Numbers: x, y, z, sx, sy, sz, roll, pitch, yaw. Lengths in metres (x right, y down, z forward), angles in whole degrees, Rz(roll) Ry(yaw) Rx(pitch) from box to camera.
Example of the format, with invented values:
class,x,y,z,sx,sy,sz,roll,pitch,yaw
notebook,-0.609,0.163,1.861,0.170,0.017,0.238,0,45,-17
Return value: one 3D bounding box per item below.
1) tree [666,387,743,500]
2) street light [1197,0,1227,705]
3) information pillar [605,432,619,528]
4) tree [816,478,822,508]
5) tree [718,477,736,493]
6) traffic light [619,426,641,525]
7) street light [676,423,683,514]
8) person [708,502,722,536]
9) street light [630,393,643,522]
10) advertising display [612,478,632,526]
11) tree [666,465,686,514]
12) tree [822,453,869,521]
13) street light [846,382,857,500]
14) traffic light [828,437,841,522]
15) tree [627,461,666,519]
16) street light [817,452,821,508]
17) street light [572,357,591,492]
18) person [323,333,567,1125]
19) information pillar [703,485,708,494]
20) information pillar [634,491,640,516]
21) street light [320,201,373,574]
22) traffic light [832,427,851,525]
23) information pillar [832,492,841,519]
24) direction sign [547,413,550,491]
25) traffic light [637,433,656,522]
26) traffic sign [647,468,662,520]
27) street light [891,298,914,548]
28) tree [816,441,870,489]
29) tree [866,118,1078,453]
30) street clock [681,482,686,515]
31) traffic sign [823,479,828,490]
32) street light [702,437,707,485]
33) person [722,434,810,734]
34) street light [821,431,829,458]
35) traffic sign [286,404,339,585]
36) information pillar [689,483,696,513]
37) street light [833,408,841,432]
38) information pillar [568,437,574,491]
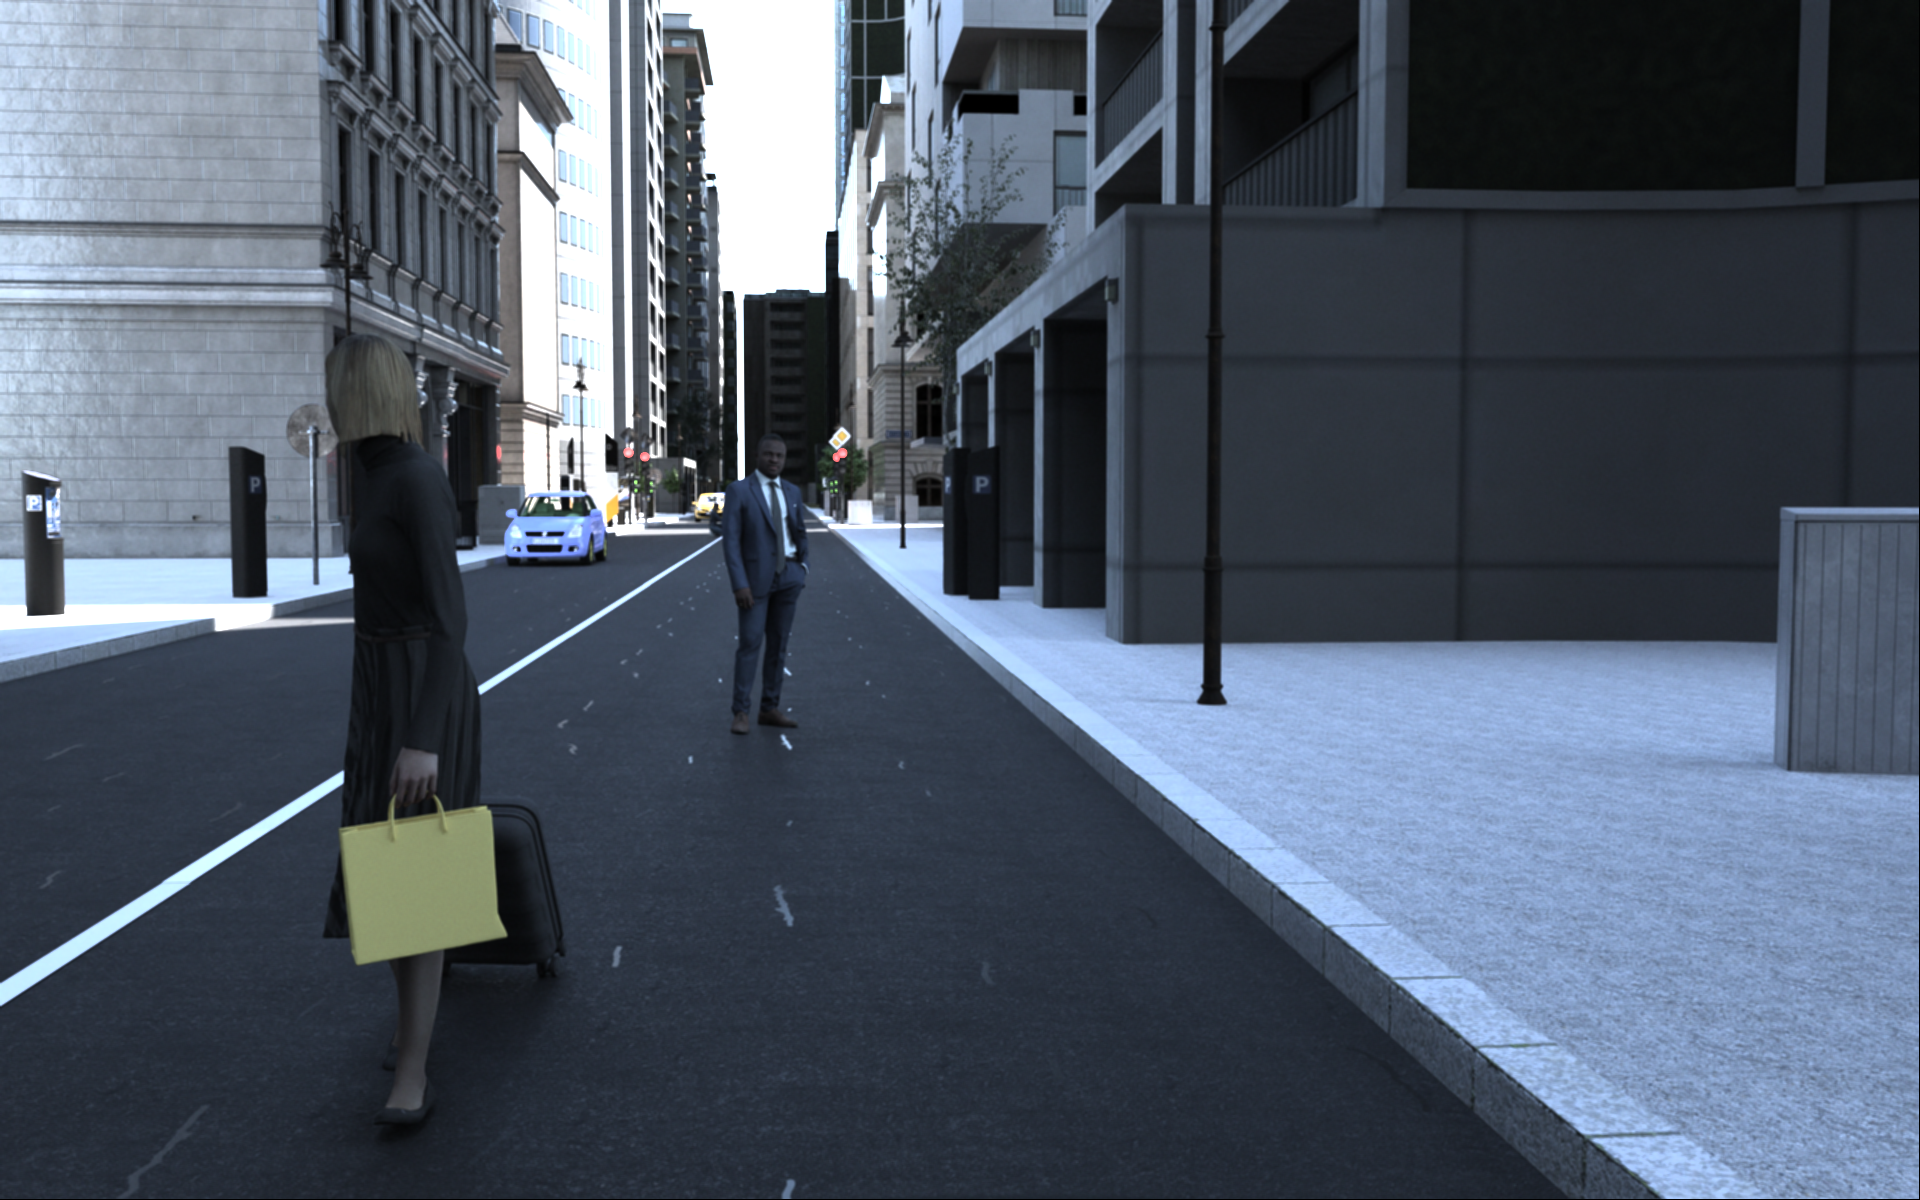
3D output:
class,x,y,z,sx,sy,sz,roll,pitch,yaw
tree,-22.273,-13.136,149.178,8.767,10.594,7.601,2,4,27
street light,1.543,-2.302,10.432,0.468,5.910,1.993,0,4,-6
information pillar,-13.168,-4.530,65.414,0.504,3.616,0.183,-1,4,-14
tree,-8.491,-7.341,114.625,1.663,3.219,1.824,0,3,0
tree,-26.419,-12.237,194.682,1.663,3.219,1.824,0,3,0
traffic light,-13.593,-5.041,71.335,0.839,4.253,0.868,0,4,-6
street light,-17.897,-8.426,110.545,0.468,5.910,1.993,0,4,-6
person,-8.166,-2.734,58.706,0.738,1.151,1.012,0,4,-7
street light,-14.839,-6.531,79.577,0.468,5.910,1.993,0,4,-6
advertising display,-13.803,-3.994,70.523,0.974,1.923,0.123,2,4,26
tree,-18.764,-7.289,113.773,1.663,3.219,1.824,0,3,0
tree,-5.372,-5.363,82.279,1.663,3.219,1.824,0,3,0
street light,-4.466,-6.024,71.276,0.468,5.910,1.993,0,4,-6
traffic light,-5.705,-5.579,80.145,0.839,4.253,0.868,0,4,-6
tree,-16.225,-5.753,88.657,1.663,3.219,1.824,0,3,0
street light,-12.450,-11.093,154.152,0.468,5.910,1.993,0,4,-6
street light,-12.798,-5.249,58.613,0.468,5.910,1.993,0,4,-6
person,-1.306,0.261,4.451,0.699,1.804,1.509,0,4,5
information pillar,-19.987,-8.038,135.907,0.304,2.012,0.304,1,4,21
information pillar,-18.555,-5.802,99.361,0.304,2.012,0.304,0,4,-4
street light,-9.762,-3.359,27.707,0.468,5.910,1.993,0,4,-6
traffic light,-4.925,-5.093,72.198,0.839,4.253,0.868,0,4,-6
information pillar,-6.267,-5.101,87.888,0.304,2.012,0.304,2,4,30
direction sign,-11.555,-3.465,48.645,0.379,3.537,0.876,-1,4,-12
traffic light,-14.373,-5.527,79.282,0.839,4.253,0.868,0,4,-6
traffic sign,-15.127,-5.238,85.746,0.768,2.556,0.104,0,4,3
street light,-1.350,-4.159,40.790,0.468,5.910,1.993,0,4,-6
tree,-6.781,-7.182,101.140,4.285,4.588,4.351,0,3,0
tree,0.151,-5.179,35.047,4.360,8.622,3.978,0,3,0
street clock,-17.160,-6.301,107.588,0.358,2.002,0.471,-1,4,-19
traffic sign,-8.039,-6.306,105.229,0.606,2.300,0.079,0,4,-3
street light,-20.821,-10.282,140.900,0.468,5.910,1.993,0,4,-6
person,-1.209,-0.120,10.650,0.419,1.800,0.721,3,5,44
street light,-9.510,-9.236,123.799,0.468,5.910,1.993,0,4,-6
traffic sign,-9.100,-1.486,24.399,0.768,2.556,0.104,0,4,0
information pillar,-18.059,-6.879,116.958,0.304,2.012,0.304,-3,4,-37
street light,-6.613,-7.364,93.191,0.468,5.910,1.993,0,4,-6
information pillar,-16.065,-4.905,71.549,0.183,3.616,0.504,-2,4,-32
